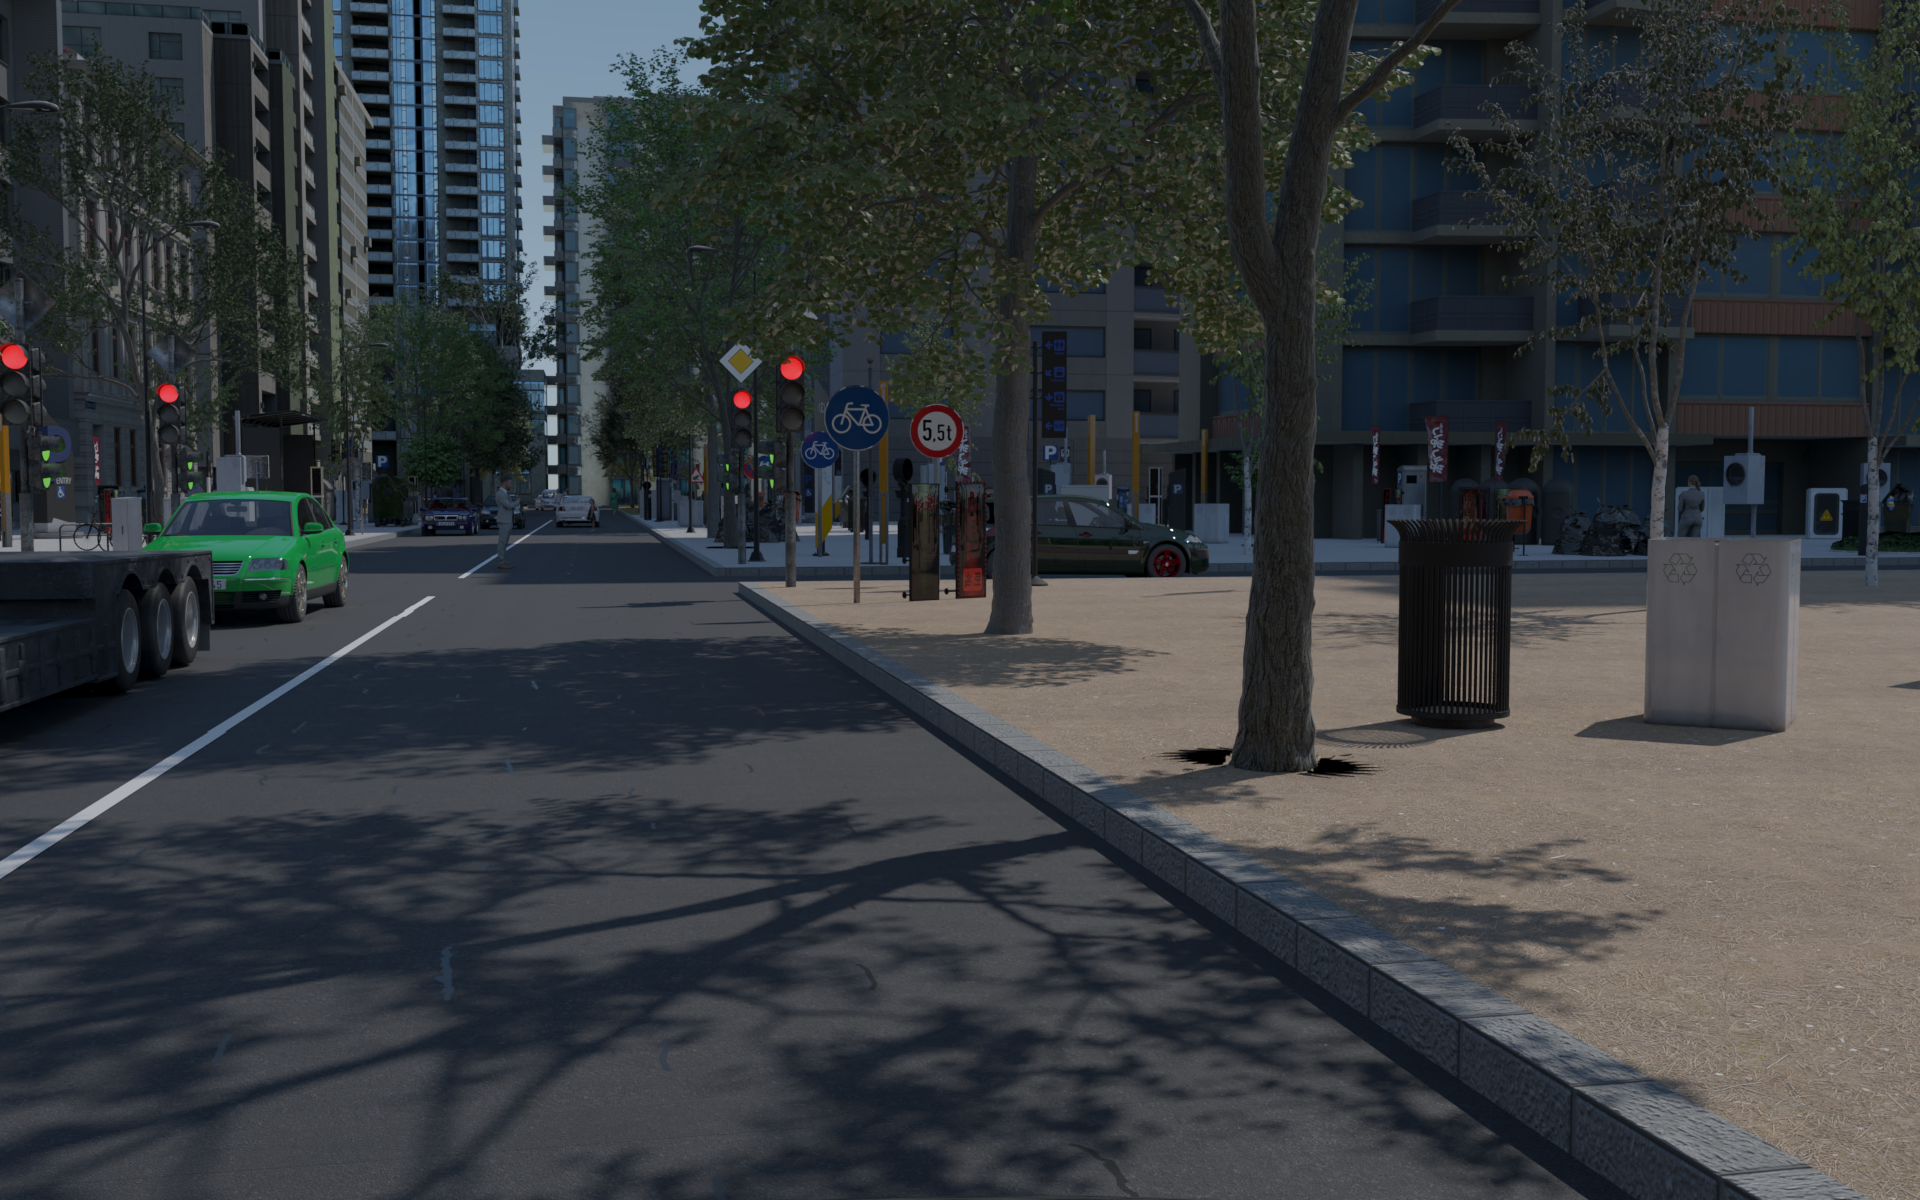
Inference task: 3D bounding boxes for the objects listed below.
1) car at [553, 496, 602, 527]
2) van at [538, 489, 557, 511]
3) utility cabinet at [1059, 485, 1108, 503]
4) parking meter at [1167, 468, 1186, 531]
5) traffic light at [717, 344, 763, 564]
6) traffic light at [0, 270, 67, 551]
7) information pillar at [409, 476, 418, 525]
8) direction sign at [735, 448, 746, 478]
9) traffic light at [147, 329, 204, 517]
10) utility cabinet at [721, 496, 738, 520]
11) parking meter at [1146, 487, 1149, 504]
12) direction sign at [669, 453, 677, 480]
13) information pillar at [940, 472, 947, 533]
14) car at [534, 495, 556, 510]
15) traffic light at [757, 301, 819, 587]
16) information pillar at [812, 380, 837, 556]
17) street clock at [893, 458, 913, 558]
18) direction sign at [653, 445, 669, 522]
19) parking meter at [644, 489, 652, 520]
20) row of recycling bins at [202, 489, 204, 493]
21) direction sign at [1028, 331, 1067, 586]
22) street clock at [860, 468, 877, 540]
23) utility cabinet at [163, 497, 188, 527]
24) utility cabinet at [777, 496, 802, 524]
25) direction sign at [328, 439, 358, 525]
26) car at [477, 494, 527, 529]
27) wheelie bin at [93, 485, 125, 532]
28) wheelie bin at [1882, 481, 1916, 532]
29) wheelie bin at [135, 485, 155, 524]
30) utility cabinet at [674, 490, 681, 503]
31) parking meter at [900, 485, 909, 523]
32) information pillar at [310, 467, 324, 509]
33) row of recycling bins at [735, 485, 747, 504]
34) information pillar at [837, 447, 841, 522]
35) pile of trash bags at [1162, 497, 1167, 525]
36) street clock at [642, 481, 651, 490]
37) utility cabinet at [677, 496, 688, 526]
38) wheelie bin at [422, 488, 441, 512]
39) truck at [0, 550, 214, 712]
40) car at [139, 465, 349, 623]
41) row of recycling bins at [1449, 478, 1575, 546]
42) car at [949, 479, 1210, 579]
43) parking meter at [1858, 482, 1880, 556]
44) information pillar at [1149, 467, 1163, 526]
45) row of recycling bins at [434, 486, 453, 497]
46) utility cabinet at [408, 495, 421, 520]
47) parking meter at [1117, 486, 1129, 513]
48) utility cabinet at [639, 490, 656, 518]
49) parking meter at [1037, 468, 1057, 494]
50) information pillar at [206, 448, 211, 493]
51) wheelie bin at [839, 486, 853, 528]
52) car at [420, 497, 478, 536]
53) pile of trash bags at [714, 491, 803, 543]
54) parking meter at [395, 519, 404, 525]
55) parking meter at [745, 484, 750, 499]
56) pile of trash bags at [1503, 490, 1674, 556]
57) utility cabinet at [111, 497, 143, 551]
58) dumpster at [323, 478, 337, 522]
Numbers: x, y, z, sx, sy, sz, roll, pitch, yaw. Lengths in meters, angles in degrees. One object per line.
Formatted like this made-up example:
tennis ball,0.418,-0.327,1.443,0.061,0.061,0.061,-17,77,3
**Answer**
car,-16.752,-3.886,75.898,2.083,1.381,4.827,-1,4,-12
van,-35.079,-8.644,148.341,2.013,2.044,4.112,-1,4,-13
utility cabinet,3.025,-2.065,42.436,1.173,1.500,0.318,0,4,-5
parking meter,4.901,-2.055,39.306,0.399,1.863,0.255,0,4,-1
traffic light,-4.008,-2.610,31.591,0.839,4.253,0.868,-1,4,-12
traffic light,-11.752,-2.010,21.778,0.839,4.253,0.868,-1,4,-12
information pillar,-22.724,-4.128,71.988,0.304,2.012,0.304,0,4,1
direction sign,-10.882,-5.742,85.876,0.379,3.537,0.876,-3,5,-43
traffic light,-13.408,-2.487,29.591,0.839,4.253,0.868,-1,4,-12
utility cabinet,-8.666,-3.295,65.028,0.306,1.237,1.020,1,4,13
parking meter,6.479,-3.064,58.515,0.372,1.533,0.369,0,3,0
direction sign,-15.936,-6.301,95.017,0.876,3.537,0.379,0,4,7
information pillar,-0.624,-3.225,57.219,0.304,2.012,0.304,-1,4,-20
car,-37.211,-8.767,155.699,2.083,1.381,4.827,-1,4,-13
traffic light,-2.352,-2.132,23.779,0.839,4.253,0.868,-1,4,-12
information pillar,-2.834,-2.720,35.825,0.183,3.616,0.504,2,4,33
street clock,-1.150,-1.855,34.902,0.358,2.002,0.471,2,4,26
direction sign,-13.924,-5.370,79.791,0.379,3.537,0.876,-3,4,-38
parking meter,-15.421,-4.716,85.522,0.372,1.533,0.369,0,3,0
row of recycling bins,-43.182,-5.350,94.587,3.534,1.692,1.069,-1,4,-21
direction sign,1.047,-1.968,24.170,0.876,3.537,0.379,0,4,-1
street clock,-2.575,-2.691,48.572,0.471,2.002,0.358,0,4,1
utility cabinet,-15.437,-1.447,34.824,1.020,1.237,0.306,0,4,-2
utility cabinet,-7.213,-3.792,73.166,1.020,1.237,0.306,-1,4,-17
direction sign,-25.566,-4.878,71.759,0.876,3.537,0.379,-2,4,-30
car,-18.983,-3.799,71.905,2.009,1.686,4.222,-1,4,-12
wheelie bin,-29.104,-3.143,59.297,0.980,1.594,0.693,-2,4,-31
wheelie bin,23.119,-2.126,42.665,0.693,1.594,0.980,2,4,34
wheelie bin,-28.587,-3.242,60.918,0.693,1.594,0.980,-3,4,-37
utility cabinet,-16.428,-5.627,100.681,0.318,1.500,1.173,-1,4,-16
parking meter,-1.218,-1.970,40.625,0.372,1.533,0.369,0,3,0
information pillar,-17.348,-2.586,46.774,0.304,2.012,0.304,-1,4,-15
row of recycling bins,-10.413,-4.526,81.110,1.069,1.692,3.534,-1,4,-11
information pillar,-5.555,-5.349,78.810,0.183,3.616,0.504,2,4,25
pile of trash bags,9.718,-3.842,72.570,3.447,1.369,1.912,2,4,28
street clock,-17.662,-5.697,97.723,0.471,2.002,0.358,-3,5,-44
utility cabinet,-11.270,-3.627,70.455,0.306,1.237,1.020,-1,4,-19
wheelie bin,-26.475,-4.824,86.772,0.980,1.594,0.693,2,4,29
truck,-5.663,-0.977,5.733,2.967,4.110,18.799,-1,4,-13
car,-8.458,-0.718,20.538,1.959,1.807,4.718,-1,4,-10
row of recycling bins,14.072,-2.276,44.322,1.069,1.692,3.534,-3,5,-39
car,1.920,-1.113,27.981,4.222,1.686,2.009,-1,4,-11
parking meter,18.892,-1.687,35.992,0.372,1.533,0.369,0,3,0
information pillar,5.335,-2.617,47.281,0.304,2.012,0.304,1,4,22
row of recycling bins,-28.358,-5.353,94.632,1.069,1.692,3.534,-2,4,-26
utility cabinet,-31.142,-5.336,98.406,1.020,1.237,0.306,1,4,16
parking meter,4.857,-2.642,51.603,0.372,1.533,0.369,0,3,0
utility cabinet,-16.617,-5.157,93.002,1.173,1.500,0.318,1,4,22
parking meter,1.957,-2.047,39.179,0.399,1.863,0.255,-1,4,-22
information pillar,-37.356,-5.795,86.107,0.183,3.616,0.504,-1,4,-13
wheelie bin,-4.203,-3.526,65.554,0.693,1.594,0.980,-1,4,-14
car,-17.877,-2.944,60.716,1.945,1.354,3.894,-1,4,-12
pile of trash bags,-5.189,-2.279,47.011,1.912,1.369,3.447,1,4,20
parking meter,-23.107,-3.849,71.341,0.372,1.533,0.369,0,3,0
parking meter,-12.159,-5.709,99.056,0.255,1.863,0.399,-1,4,-9
pile of trash bags,13.087,-1.626,36.334,3.447,1.369,1.912,0,4,-6
utility cabinet,-16.949,-1.472,35.223,0.306,1.237,1.020,-3,5,-42
dumpster,-21.196,-3.119,56.746,1.264,1.857,1.865,-1,4,-12
